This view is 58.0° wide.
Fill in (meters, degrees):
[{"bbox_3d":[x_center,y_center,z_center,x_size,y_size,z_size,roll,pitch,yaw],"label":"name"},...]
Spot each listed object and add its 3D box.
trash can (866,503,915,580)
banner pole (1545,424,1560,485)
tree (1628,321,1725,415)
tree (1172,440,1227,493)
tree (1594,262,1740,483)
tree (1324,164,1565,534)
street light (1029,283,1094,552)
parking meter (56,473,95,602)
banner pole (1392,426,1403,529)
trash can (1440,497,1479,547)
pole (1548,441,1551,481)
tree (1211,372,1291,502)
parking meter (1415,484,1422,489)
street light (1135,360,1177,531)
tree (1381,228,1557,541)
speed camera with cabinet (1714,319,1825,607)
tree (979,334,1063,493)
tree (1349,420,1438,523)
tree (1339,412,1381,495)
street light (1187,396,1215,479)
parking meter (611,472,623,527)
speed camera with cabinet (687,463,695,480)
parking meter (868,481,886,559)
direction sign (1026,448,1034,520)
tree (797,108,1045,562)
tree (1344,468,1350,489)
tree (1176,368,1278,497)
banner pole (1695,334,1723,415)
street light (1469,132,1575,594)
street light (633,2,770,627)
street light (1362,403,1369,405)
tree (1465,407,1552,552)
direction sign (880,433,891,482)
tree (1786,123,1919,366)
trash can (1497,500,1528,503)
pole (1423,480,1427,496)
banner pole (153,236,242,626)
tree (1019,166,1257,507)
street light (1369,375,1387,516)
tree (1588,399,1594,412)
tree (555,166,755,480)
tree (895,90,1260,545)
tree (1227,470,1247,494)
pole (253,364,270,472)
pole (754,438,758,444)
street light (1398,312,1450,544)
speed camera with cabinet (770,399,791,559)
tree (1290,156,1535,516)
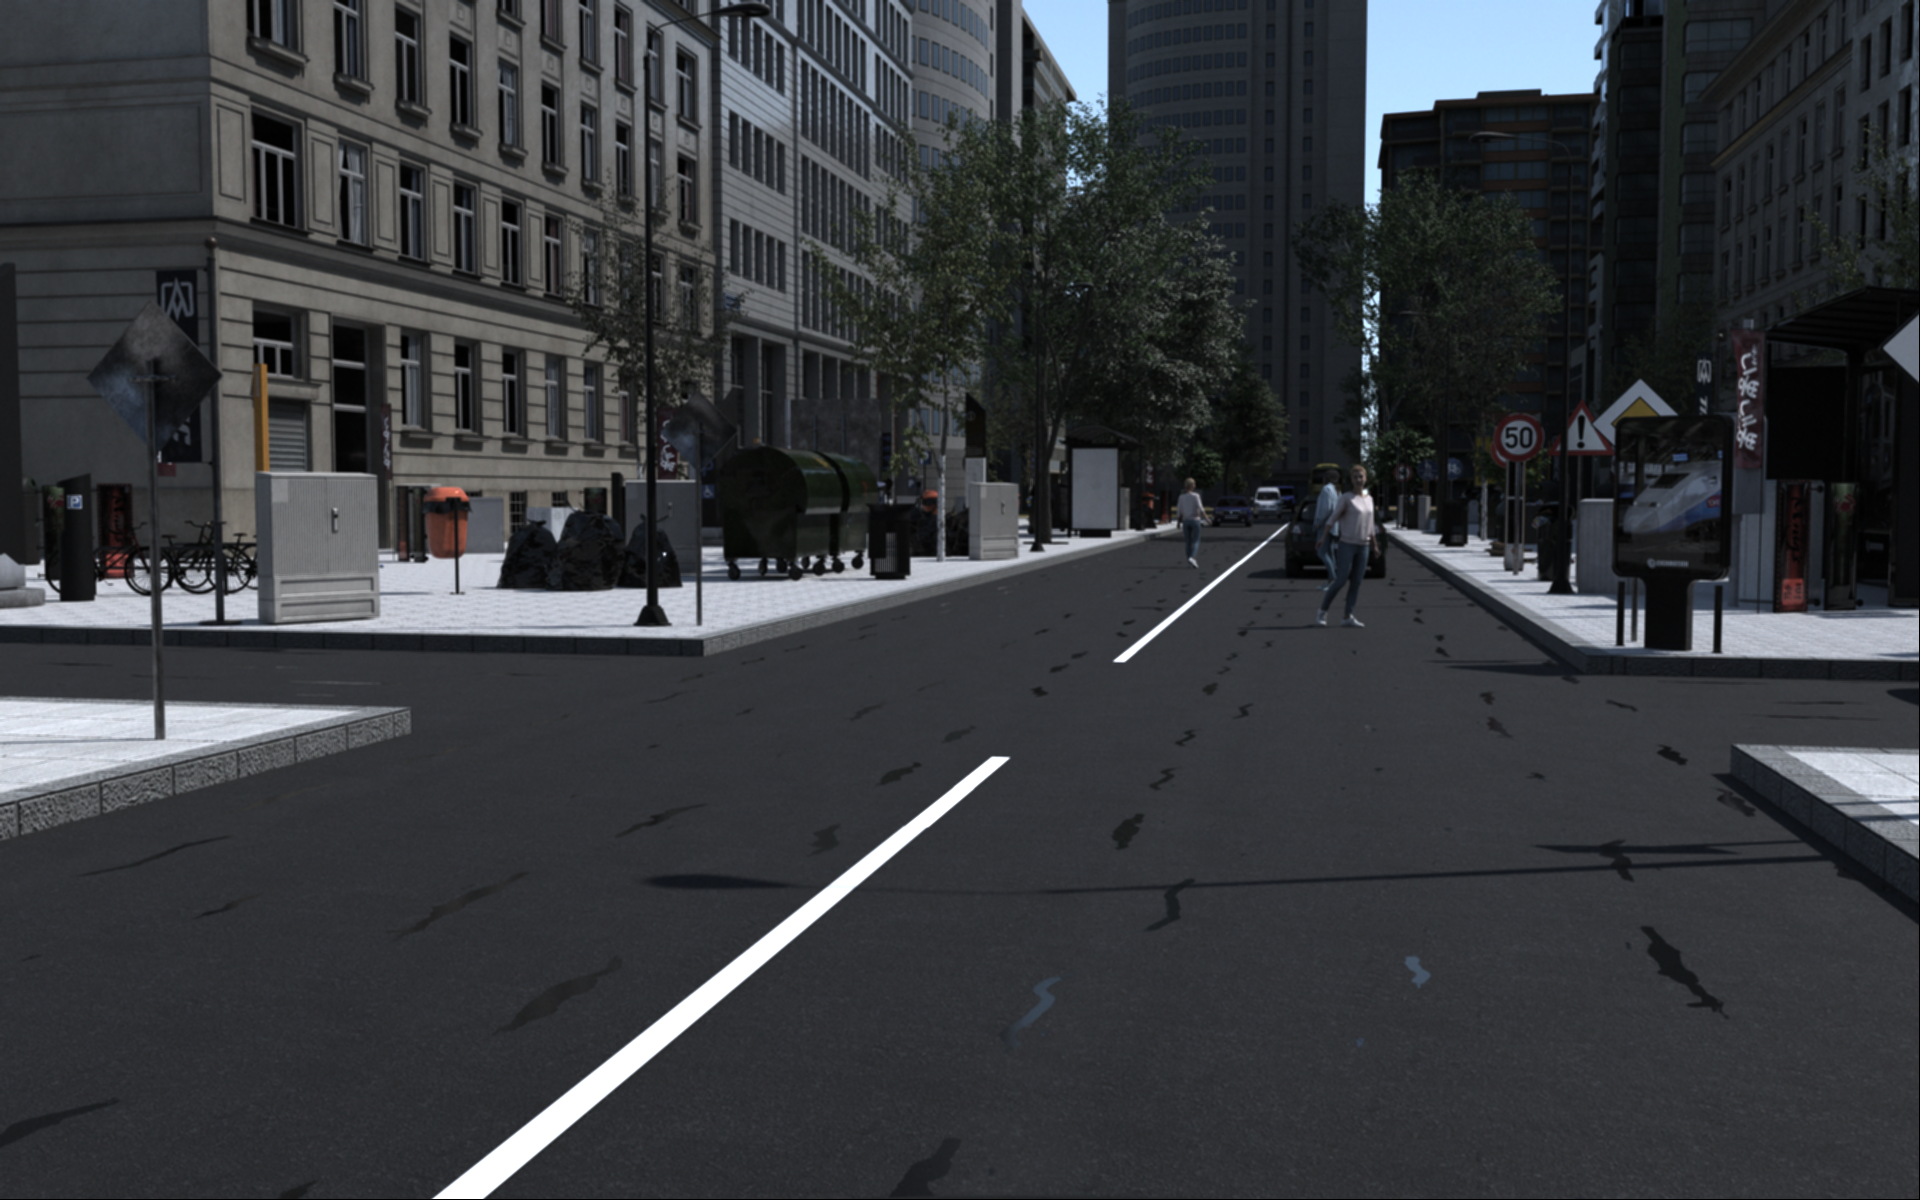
[{"bbox_3d":[-1.051,-0.881,26.058,0.748,1.137,0.748,0,3,0],"label":"trash can"},{"bbox_3d":[21.091,-4.382,61.661,0.863,3.779,0.401,-1,4,-14],"label":"banner pole"},{"bbox_3d":[30.098,-7.474,72.564,4.360,8.622,3.978,0,3,0],"label":"tree"},{"bbox_3d":[14.574,-7.412,104.893,4.285,4.588,4.351,0,3,0],"label":"tree"},{"bbox_3d":[23.009,-6.435,55.569,4.737,8.622,4.395,0,3,0],"label":"tree"},{"bbox_3d":[15.369,-7.942,55.612,9.928,11.665,9.643,0,3,0],"label":"tree"},{"bbox_3d":[2.249,-4.023,38.317,1.470,5.913,1.316,1,4,12],"label":"street light"},{"bbox_3d":[-10.601,-0.755,20.756,0.372,1.533,0.369,0,3,0],"label":"parking meter"},{"bbox_3d":[16.083,-4.503,63.642,0.401,3.779,0.863,1,4,20],"label":"banner pole"},{"bbox_3d":[12.101,-1.876,42.326,0.748,1.137,0.748,0,3,0],"label":"trash can"},{"bbox_3d":[22.439,-4.422,66.136,0.158,3.312,0.155,0,3,0],"label":"pole"},{"bbox_3d":[27.274,-14.887,161.526,7.486,12.596,7.792,0,3,0],"label":"tree"},{"bbox_3d":[21.996,-4.742,83.235,0.255,1.863,0.399,-1,4,-11],"label":"parking meter"},{"bbox_3d":[6.815,-5.358,60.145,1.470,5.913,1.316,1,4,12],"label":"street light"},{"bbox_3d":[14.178,-5.937,47.427,4.360,8.622,3.978,0,3,0],"label":"tree"},{"bbox_3d":[9.351,-1.585,20.258,2.038,3.252,0.660,-3,4,-37],"label":"speed camera with cabinet"},{"bbox_3d":[2.923,-7.768,77.369,4.360,8.622,3.978,0,3,0],"label":"tree"},{"bbox_3d":[19.430,-5.646,76.021,4.285,4.588,4.351,0,3,0],"label":"tree"},{"bbox_3d":[35.473,-12.285,151.222,4.360,8.622,3.978,0,3,0],"label":"tree"},{"bbox_3d":[11.369,-6.710,82.244,1.470,5.913,1.316,1,4,12],"label":"street light"},{"bbox_3d":[-9.306,-2.530,47.079,0.255,1.863,0.399,0,4,1],"label":"parking meter"},{"bbox_3d":[-7.705,-3.474,51.136,0.660,3.252,2.038,-1,4,-10],"label":"speed camera with cabinet"},{"bbox_3d":[-1.655,-1.601,34.583,0.372,1.533,0.369,0,3,0],"label":"parking meter"},{"bbox_3d":[3.447,-5.682,84.903,0.379,3.537,0.876,2,4,28],"label":"direction sign"},{"bbox_3d":[-0.589,-5.033,32.660,4.737,8.622,4.395,0,3,0],"label":"tree"},{"bbox_3d":[36.538,-10.673,158.213,4.285,4.588,4.351,0,3,0],"label":"tree"},{"bbox_3d":[18.380,-11.414,121.031,8.767,10.594,7.601,2,4,35],"label":"tree"},{"bbox_3d":[11.666,-2.263,27.018,0.863,3.779,0.401,-3,4,-36],"label":"banner pole"},{"bbox_3d":[7.237,-3.044,22.319,1.470,5.913,1.316,1,4,12],"label":"street light"},{"bbox_3d":[-2.474,-2.696,16.620,1.470,5.913,1.316,1,4,12],"label":"street light"},{"bbox_3d":[21.149,-7.078,88.265,1.470,5.913,1.316,1,4,12],"label":"street light"},{"bbox_3d":[12.352,-2.684,38.492,1.663,3.219,1.824,0,3,0],"label":"tree"},{"bbox_3d":[-2.965,-4.414,64.173,0.876,3.537,0.379,1,4,20],"label":"direction sign"},{"bbox_3d":[18.358,-5.073,33.300,4.737,8.622,4.395,0,3,0],"label":"tree"},{"bbox_3d":[13.858,-1.947,43.481,0.748,1.137,0.748,0,3,0],"label":"trash can"},{"bbox_3d":[22.758,-5.564,84.808,0.158,3.312,0.155,0,3,0],"label":"pole"},{"bbox_3d":[-7.509,-1.650,16.999,0.863,3.779,0.401,1,4,14],"label":"banner pole"},{"bbox_3d":[6.573,-9.782,66.591,9.857,13.997,8.962,0,3,0],"label":"tree"},{"bbox_3d":[16.562,-5.749,66.540,1.470,5.913,1.316,1,4,12],"label":"street light"},{"bbox_3d":[30.870,-7.834,78.442,4.737,8.622,4.395,0,3,0],"label":"tree"},{"bbox_3d":[-7.141,-5.468,39.772,4.360,8.622,3.978,0,3,0],"label":"tree"},{"bbox_3d":[2.353,-7.251,44.303,9.928,11.665,9.643,0,3,0],"label":"tree"},{"bbox_3d":[22.613,-8.925,140.531,1.663,3.219,1.824,0,3,0],"label":"tree"},{"bbox_3d":[-10.953,-2.040,27.194,0.158,3.312,0.155,0,3,0],"label":"pole"},{"bbox_3d":[-7.423,-4.238,63.131,0.158,3.312,0.155,0,3,0],"label":"pole"},{"bbox_3d":[11.864,-4.382,44.190,1.470,5.913,1.316,1,4,12],"label":"street light"},{"bbox_3d":[-3.439,-2.503,35.261,0.660,3.252,2.038,0,4,5],"label":"speed camera with cabinet"},{"bbox_3d":[25.354,-14.772,97.417,12.611,20.169,13.585,0,3,0],"label":"tree"}]
